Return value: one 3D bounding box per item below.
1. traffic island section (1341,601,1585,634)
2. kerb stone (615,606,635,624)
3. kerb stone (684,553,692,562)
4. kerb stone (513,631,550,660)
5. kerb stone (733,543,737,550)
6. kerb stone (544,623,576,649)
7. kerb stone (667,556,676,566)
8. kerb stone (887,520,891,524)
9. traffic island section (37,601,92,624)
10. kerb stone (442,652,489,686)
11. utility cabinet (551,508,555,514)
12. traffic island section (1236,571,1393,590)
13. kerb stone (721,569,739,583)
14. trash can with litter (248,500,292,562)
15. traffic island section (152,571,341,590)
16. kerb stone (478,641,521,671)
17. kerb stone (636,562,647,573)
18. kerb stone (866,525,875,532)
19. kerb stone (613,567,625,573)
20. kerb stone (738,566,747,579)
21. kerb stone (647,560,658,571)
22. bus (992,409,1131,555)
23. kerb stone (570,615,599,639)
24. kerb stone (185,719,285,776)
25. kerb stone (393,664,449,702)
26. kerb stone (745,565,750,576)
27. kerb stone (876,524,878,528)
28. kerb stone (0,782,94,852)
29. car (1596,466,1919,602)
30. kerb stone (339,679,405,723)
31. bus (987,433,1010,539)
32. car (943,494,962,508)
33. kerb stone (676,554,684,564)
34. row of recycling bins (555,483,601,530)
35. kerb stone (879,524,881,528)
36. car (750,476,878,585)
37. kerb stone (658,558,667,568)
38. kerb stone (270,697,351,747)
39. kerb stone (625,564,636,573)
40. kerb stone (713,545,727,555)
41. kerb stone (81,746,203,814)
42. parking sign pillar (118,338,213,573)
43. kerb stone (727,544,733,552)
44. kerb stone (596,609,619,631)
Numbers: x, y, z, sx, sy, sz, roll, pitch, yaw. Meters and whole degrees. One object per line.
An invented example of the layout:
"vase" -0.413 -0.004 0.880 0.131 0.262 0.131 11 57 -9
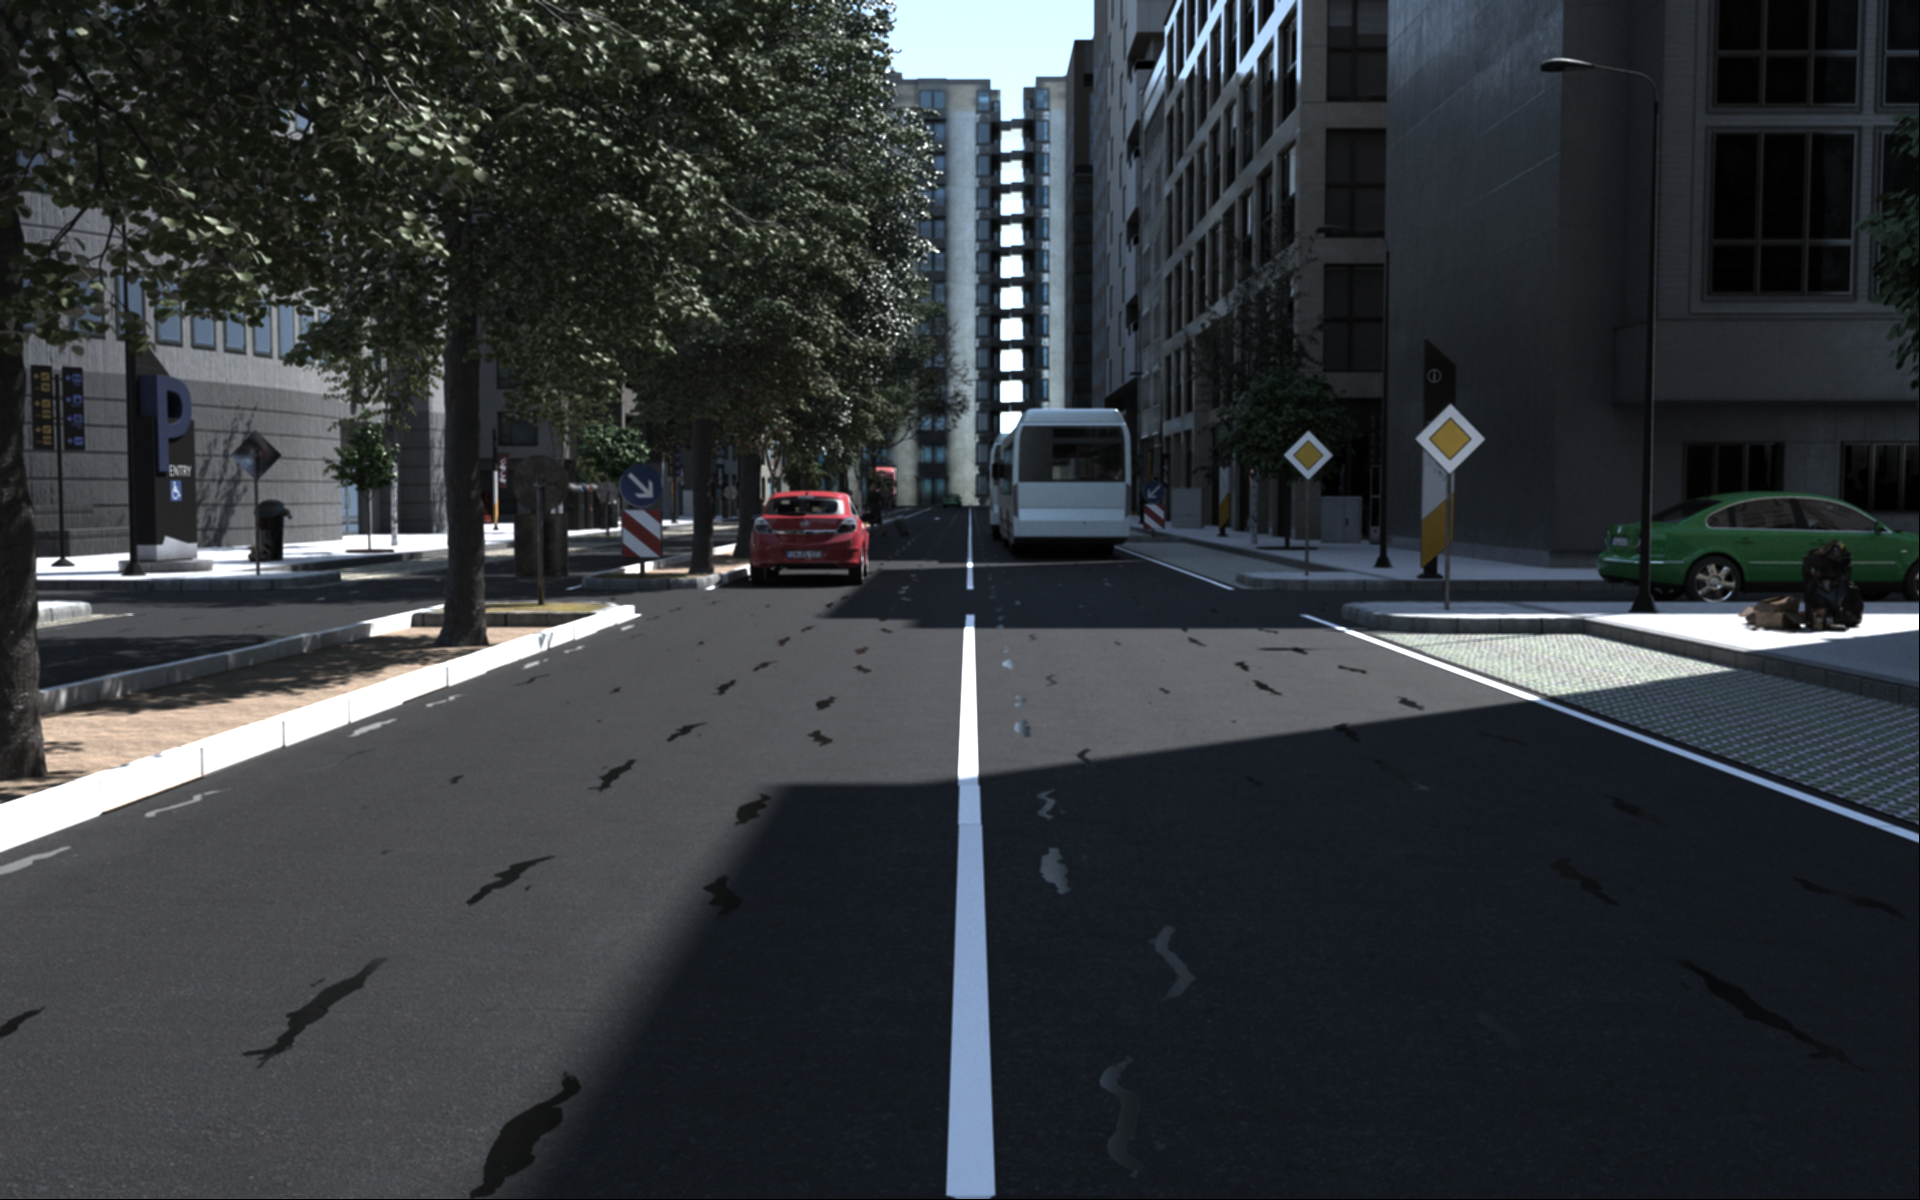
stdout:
"traffic island section" 5.414 0.188 19.203 2.009 0.180 2.903 0 4 0
"kerb stone" -3.827 0.170 19.533 0.120 0.150 1.000 0 4 0
"kerb stone" -5.833 -0.874 36.491 0.120 0.150 1.000 0 4 0
"kerb stone" -3.854 0.414 15.433 0.120 0.150 1.000 0 4 0
"kerb stone" -5.798 -1.308 43.670 0.120 0.150 1.000 0 4 0
"kerb stone" -3.850 0.351 16.463 0.120 0.150 1.000 0 4 0
"kerb stone" -5.844 -0.748 34.440 0.120 0.150 1.000 0 4 0
"kerb stone" -3.475 -3.635 81.630 0.120 0.150 1.000 0 4 0
"traffic island section" -11.127 0.182 19.304 2.009 0.180 2.903 0 4 0
"kerb stone" -3.863 0.539 13.389 0.120 0.150 1.000 0 4 0
"utility cabinet" -16.883 -3.811 73.473 0.306 1.237 1.020 3 5 41
"traffic island section" 5.461 -0.300 27.188 2.009 0.180 2.903 0 4 0
"kerb stone" -3.778 -0.372 28.285 0.120 0.150 1.000 0 4 0
"trash can with litter" -13.248 -1.334 33.190 0.624 1.170 1.055 0 4 -5
"traffic island section" -11.080 -0.306 27.289 2.009 0.180 2.903 0 4 0
"kerb stone" -3.862 0.476 14.411 0.120 0.150 1.000 0 4 0
"kerb stone" -5.861 -0.561 31.372 0.120 0.150 1.000 0 4 0
"kerb stone" -3.548 -2.819 68.288 0.120 0.150 1.000 0 4 0
"kerb stone" -5.876 -0.431 29.328 0.120 0.150 1.000 0 4 0
"kerb stone" -3.774 -0.435 29.308 0.120 0.150 1.000 0 4 0
"kerb stone" -5.852 -0.624 32.395 0.120 0.150 1.000 0 4 0
"bus" 2.397 -3.003 43.963 2.948 3.499 13.247 0 4 0
"kerb stone" -3.836 0.290 17.487 0.120 0.150 1.000 0 4 0
"kerb stone" -3.891 0.790 9.280 0.120 0.150 1.000 0 4 0
"kerb stone" -3.880 0.601 12.362 0.120 0.150 1.000 0 4 0
"kerb stone" -3.768 -0.498 30.332 0.120 0.150 1.000 0 4 0
"kerb stone" -3.537 -2.945 70.339 0.120 0.150 1.000 0 4 0
"kerb stone" -3.900 0.916 7.222 0.120 0.150 1.000 0 4 0
"car" 10.784 -0.834 22.436 4.718 1.807 1.959 0 4 1
"kerb stone" -3.873 0.664 11.335 0.120 0.150 1.000 0 4 0
"bus" 2.325 -3.893 58.510 2.948 3.499 13.247 0 4 1
"car" -0.739 -10.082 173.638 1.959 1.807 4.718 0 4 2
"kerb stone" -5.837 -0.811 35.462 0.120 0.150 1.000 0 4 0
"row of recycling bins" -13.830 -3.396 62.643 1.069 1.692 3.534 0 4 5
"kerb stone" -3.517 -3.132 73.413 0.120 0.150 1.000 0 4 0
"car" -2.454 -1.208 28.790 2.155 1.783 4.494 0 4 -2
"kerb stone" -5.855 -0.686 33.418 0.120 0.150 1.000 0 4 0
"kerb stone" -3.881 0.727 10.313 0.120 0.150 1.000 0 4 0
"kerb stone" -5.876 -0.496 30.350 0.120 0.150 1.000 0 4 0
"kerb stone" -5.799 -1.188 41.625 0.120 0.150 1.000 0 4 0
"kerb stone" -3.901 0.853 8.248 0.120 0.150 1.000 0 4 0
"parking sign pillar" -13.215 -2.461 28.717 1.447 3.967 1.447 0 4 5
"kerb stone" -5.792 -1.248 42.648 0.120 0.150 1.000 0 4 0
"kerb stone" -3.839 0.233 18.510 0.120 0.150 1.000 0 4 0
